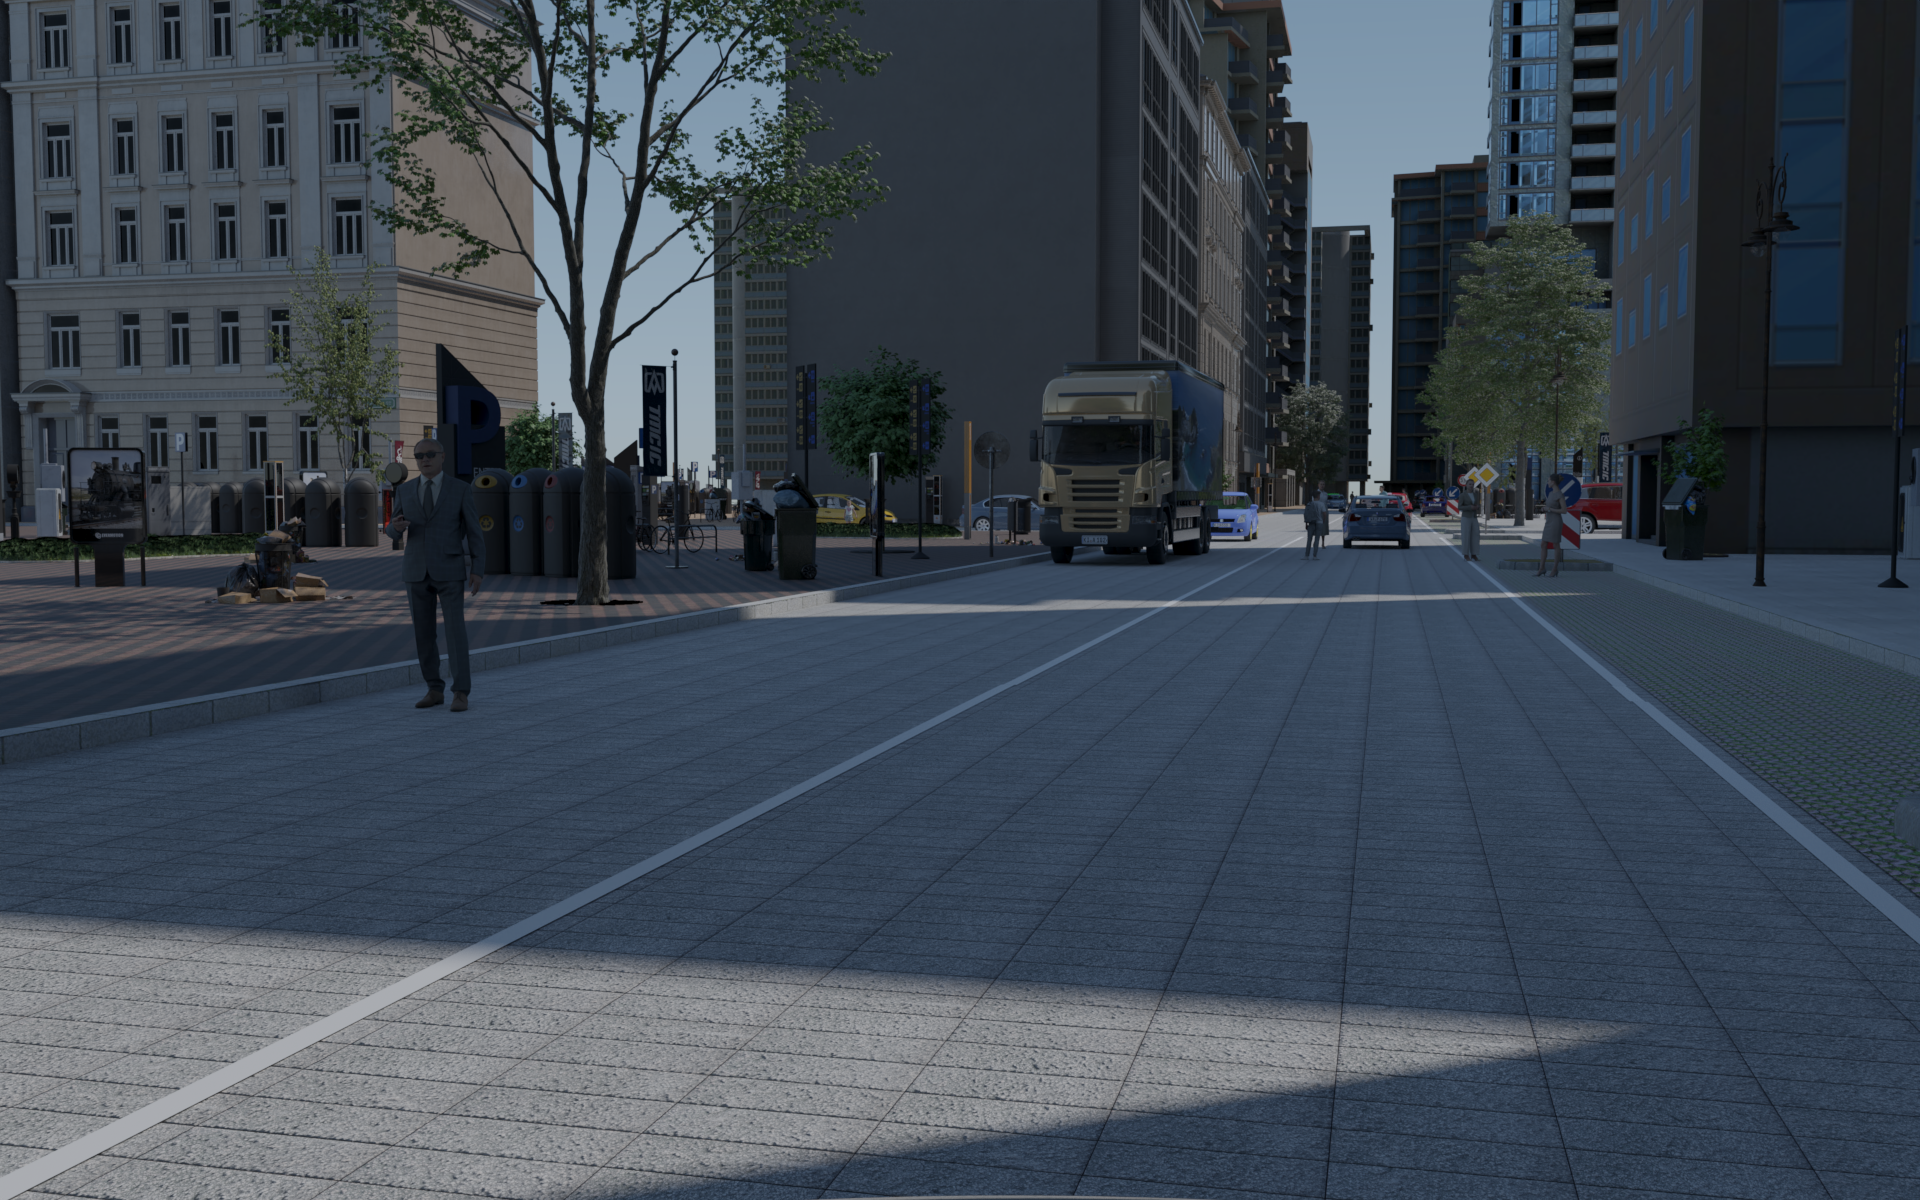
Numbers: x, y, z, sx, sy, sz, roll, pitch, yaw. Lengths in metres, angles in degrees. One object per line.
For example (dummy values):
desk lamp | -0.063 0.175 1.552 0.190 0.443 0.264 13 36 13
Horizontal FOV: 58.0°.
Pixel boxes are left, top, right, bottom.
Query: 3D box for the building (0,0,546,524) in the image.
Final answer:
building | -31.888 -18.099 81.824 20.117 28.700 13.634 1 4 14

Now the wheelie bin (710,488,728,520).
wheelie bin | -12.117 -4.819 86.690 0.693 1.594 0.980 3 4 38

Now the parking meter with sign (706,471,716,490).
parking meter with sign | -18.624 -8.115 128.947 0.543 3.016 1.738 -1 4 -23

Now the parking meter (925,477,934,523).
parking meter | -1.019 -3.189 57.850 0.255 1.863 0.399 0 4 -6

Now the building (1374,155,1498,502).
building | 69.193 -34.941 225.911 28.867 44.769 22.147 1 4 14

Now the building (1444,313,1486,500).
building | 64.229 -20.271 176.477 27.650 21.520 28.899 1 4 14

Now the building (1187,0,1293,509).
building | 17.932 -30.603 154.981 22.147 44.769 28.867 1 4 14

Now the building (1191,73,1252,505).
building | 9.943 -18.667 102.463 12.463 27.353 25.104 1 4 14

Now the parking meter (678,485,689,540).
parking meter | -7.784 -2.451 48.482 0.372 1.533 0.369 0 3 0

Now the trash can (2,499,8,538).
trash can | -27.121 -2.258 48.578 0.748 1.137 0.748 0 3 0

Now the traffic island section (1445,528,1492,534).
traffic island section | 18.658 -2.481 62.845 2.009 0.180 2.903 1 4 14

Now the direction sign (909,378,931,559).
direction sign | -0.789 -2.582 34.220 0.379 3.537 0.876 -2 4 -28

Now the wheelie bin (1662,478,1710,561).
wheelie bin | 14.119 -1.578 33.707 0.693 1.594 0.980 -1 4 -12

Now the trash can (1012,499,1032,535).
trash can | 1.942 -2.639 54.803 0.748 1.137 0.748 0 3 0

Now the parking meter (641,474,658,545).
parking meter | -7.827 -2.323 43.691 0.255 1.863 0.399 2 4 24

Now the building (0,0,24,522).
building | -51.514 -16.389 85.984 19.932 24.808 12.078 1 4 14

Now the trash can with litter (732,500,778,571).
trash can with litter | -3.183 -1.082 29.073 1.055 1.170 0.624 -2 4 -27

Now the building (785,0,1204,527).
building | 2.712 -17.460 78.981 14.314 27.812 24.014 1 4 14

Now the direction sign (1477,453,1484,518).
direction sign | 28.186 -6.235 93.941 0.379 3.537 0.876 0 4 -5

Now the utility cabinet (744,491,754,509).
utility cabinet | -16.670 -7.848 136.993 1.173 1.500 0.318 1 4 23

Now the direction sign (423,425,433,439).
direction sign | -17.322 -3.995 57.323 0.379 3.537 0.876 3 5 44

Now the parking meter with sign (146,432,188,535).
parking meter with sign | -22.522 -3.189 48.408 0.543 3.016 1.738 3 4 37

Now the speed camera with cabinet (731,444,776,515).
speed camera with cabinet | -8.138 -4.583 69.262 2.038 3.252 0.660 -3 5 -40

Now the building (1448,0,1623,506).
building | 54.003 -50.982 146.220 22.319 86.520 31.000 1 4 14

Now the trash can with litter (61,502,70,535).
trash can with litter | -28.066 -2.619 54.202 0.624 1.170 1.055 2 4 27

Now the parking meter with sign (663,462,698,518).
parking meter with sign | -14.983 -5.940 93.373 1.738 3.016 0.543 2 4 27

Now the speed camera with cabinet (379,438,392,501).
speed camera with cabinet | -19.437 -4.089 61.190 2.038 3.252 0.660 -2 4 -29

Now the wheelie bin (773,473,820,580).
wheelie bin | -2.477 -1.112 26.093 0.693 1.594 0.980 -1 4 -9

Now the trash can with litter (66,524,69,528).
trash can with litter | -33.285 -3.357 65.947 2.233 1.210 1.678 -2 4 -24

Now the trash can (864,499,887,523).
trash can | -2.607 -2.545 53.257 0.748 1.137 0.748 0 3 0

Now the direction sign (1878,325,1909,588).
direction sign | 12.820 -1.938 23.689 0.379 3.537 0.876 1 4 20

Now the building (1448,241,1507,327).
building | 63.056 -26.110 198.597 14.160 30.474 14.107 1 4 14

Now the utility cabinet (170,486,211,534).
utility cabinet | -22.503 -2.559 50.516 0.318 1.500 1.173 3 5 43

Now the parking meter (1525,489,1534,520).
parking meter | 27.799 -4.654 84.504 0.372 1.533 0.369 0 3 0

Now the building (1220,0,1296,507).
building | 24.410 -45.311 179.083 20.563 71.187 20.611 1 4 14

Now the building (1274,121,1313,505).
building | 34.169 -33.994 205.907 14.200 45.320 14.600 1 4 14

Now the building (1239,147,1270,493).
building | 14.589 -20.379 126.696 14.314 27.812 24.014 1 4 14

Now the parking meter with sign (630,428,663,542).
parking meter with sign | -8.513 -3.065 46.366 0.543 3.016 1.738 -2 4 -25

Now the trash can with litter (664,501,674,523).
trash can with litter | -12.663 -3.993 76.670 1.055 1.170 0.624 2 4 31

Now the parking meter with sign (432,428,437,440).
parking meter with sign | -13.093 -3.050 46.122 1.738 3.016 0.543 -2 4 -30

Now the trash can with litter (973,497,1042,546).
trash can with litter | 1.324 -2.013 43.963 1.678 1.210 2.233 -1 4 -12

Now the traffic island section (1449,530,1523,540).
traffic island section | 16.743 -2.007 55.092 2.009 0.180 2.903 1 4 14

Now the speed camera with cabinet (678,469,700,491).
speed camera with cabinet | -18.508 -7.514 117.181 2.038 3.252 0.660 3 4 37

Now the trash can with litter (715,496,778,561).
trash can with litter | -3.941 -1.380 33.626 1.678 1.210 2.233 -1 4 -17

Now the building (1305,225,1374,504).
building | 44.128 -33.336 236.920 23.993 40.220 32.217 1 4 14

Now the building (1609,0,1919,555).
building | 23.894 -23.888 40.678 14.600 45.320 14.200 1 4 14

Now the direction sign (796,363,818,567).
direction sign | -2.700 -2.352 30.451 0.379 3.537 0.876 -2 4 -28

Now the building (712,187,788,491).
building | -15.024 -31.610 208.703 23.993 40.220 32.217 1 4 14
